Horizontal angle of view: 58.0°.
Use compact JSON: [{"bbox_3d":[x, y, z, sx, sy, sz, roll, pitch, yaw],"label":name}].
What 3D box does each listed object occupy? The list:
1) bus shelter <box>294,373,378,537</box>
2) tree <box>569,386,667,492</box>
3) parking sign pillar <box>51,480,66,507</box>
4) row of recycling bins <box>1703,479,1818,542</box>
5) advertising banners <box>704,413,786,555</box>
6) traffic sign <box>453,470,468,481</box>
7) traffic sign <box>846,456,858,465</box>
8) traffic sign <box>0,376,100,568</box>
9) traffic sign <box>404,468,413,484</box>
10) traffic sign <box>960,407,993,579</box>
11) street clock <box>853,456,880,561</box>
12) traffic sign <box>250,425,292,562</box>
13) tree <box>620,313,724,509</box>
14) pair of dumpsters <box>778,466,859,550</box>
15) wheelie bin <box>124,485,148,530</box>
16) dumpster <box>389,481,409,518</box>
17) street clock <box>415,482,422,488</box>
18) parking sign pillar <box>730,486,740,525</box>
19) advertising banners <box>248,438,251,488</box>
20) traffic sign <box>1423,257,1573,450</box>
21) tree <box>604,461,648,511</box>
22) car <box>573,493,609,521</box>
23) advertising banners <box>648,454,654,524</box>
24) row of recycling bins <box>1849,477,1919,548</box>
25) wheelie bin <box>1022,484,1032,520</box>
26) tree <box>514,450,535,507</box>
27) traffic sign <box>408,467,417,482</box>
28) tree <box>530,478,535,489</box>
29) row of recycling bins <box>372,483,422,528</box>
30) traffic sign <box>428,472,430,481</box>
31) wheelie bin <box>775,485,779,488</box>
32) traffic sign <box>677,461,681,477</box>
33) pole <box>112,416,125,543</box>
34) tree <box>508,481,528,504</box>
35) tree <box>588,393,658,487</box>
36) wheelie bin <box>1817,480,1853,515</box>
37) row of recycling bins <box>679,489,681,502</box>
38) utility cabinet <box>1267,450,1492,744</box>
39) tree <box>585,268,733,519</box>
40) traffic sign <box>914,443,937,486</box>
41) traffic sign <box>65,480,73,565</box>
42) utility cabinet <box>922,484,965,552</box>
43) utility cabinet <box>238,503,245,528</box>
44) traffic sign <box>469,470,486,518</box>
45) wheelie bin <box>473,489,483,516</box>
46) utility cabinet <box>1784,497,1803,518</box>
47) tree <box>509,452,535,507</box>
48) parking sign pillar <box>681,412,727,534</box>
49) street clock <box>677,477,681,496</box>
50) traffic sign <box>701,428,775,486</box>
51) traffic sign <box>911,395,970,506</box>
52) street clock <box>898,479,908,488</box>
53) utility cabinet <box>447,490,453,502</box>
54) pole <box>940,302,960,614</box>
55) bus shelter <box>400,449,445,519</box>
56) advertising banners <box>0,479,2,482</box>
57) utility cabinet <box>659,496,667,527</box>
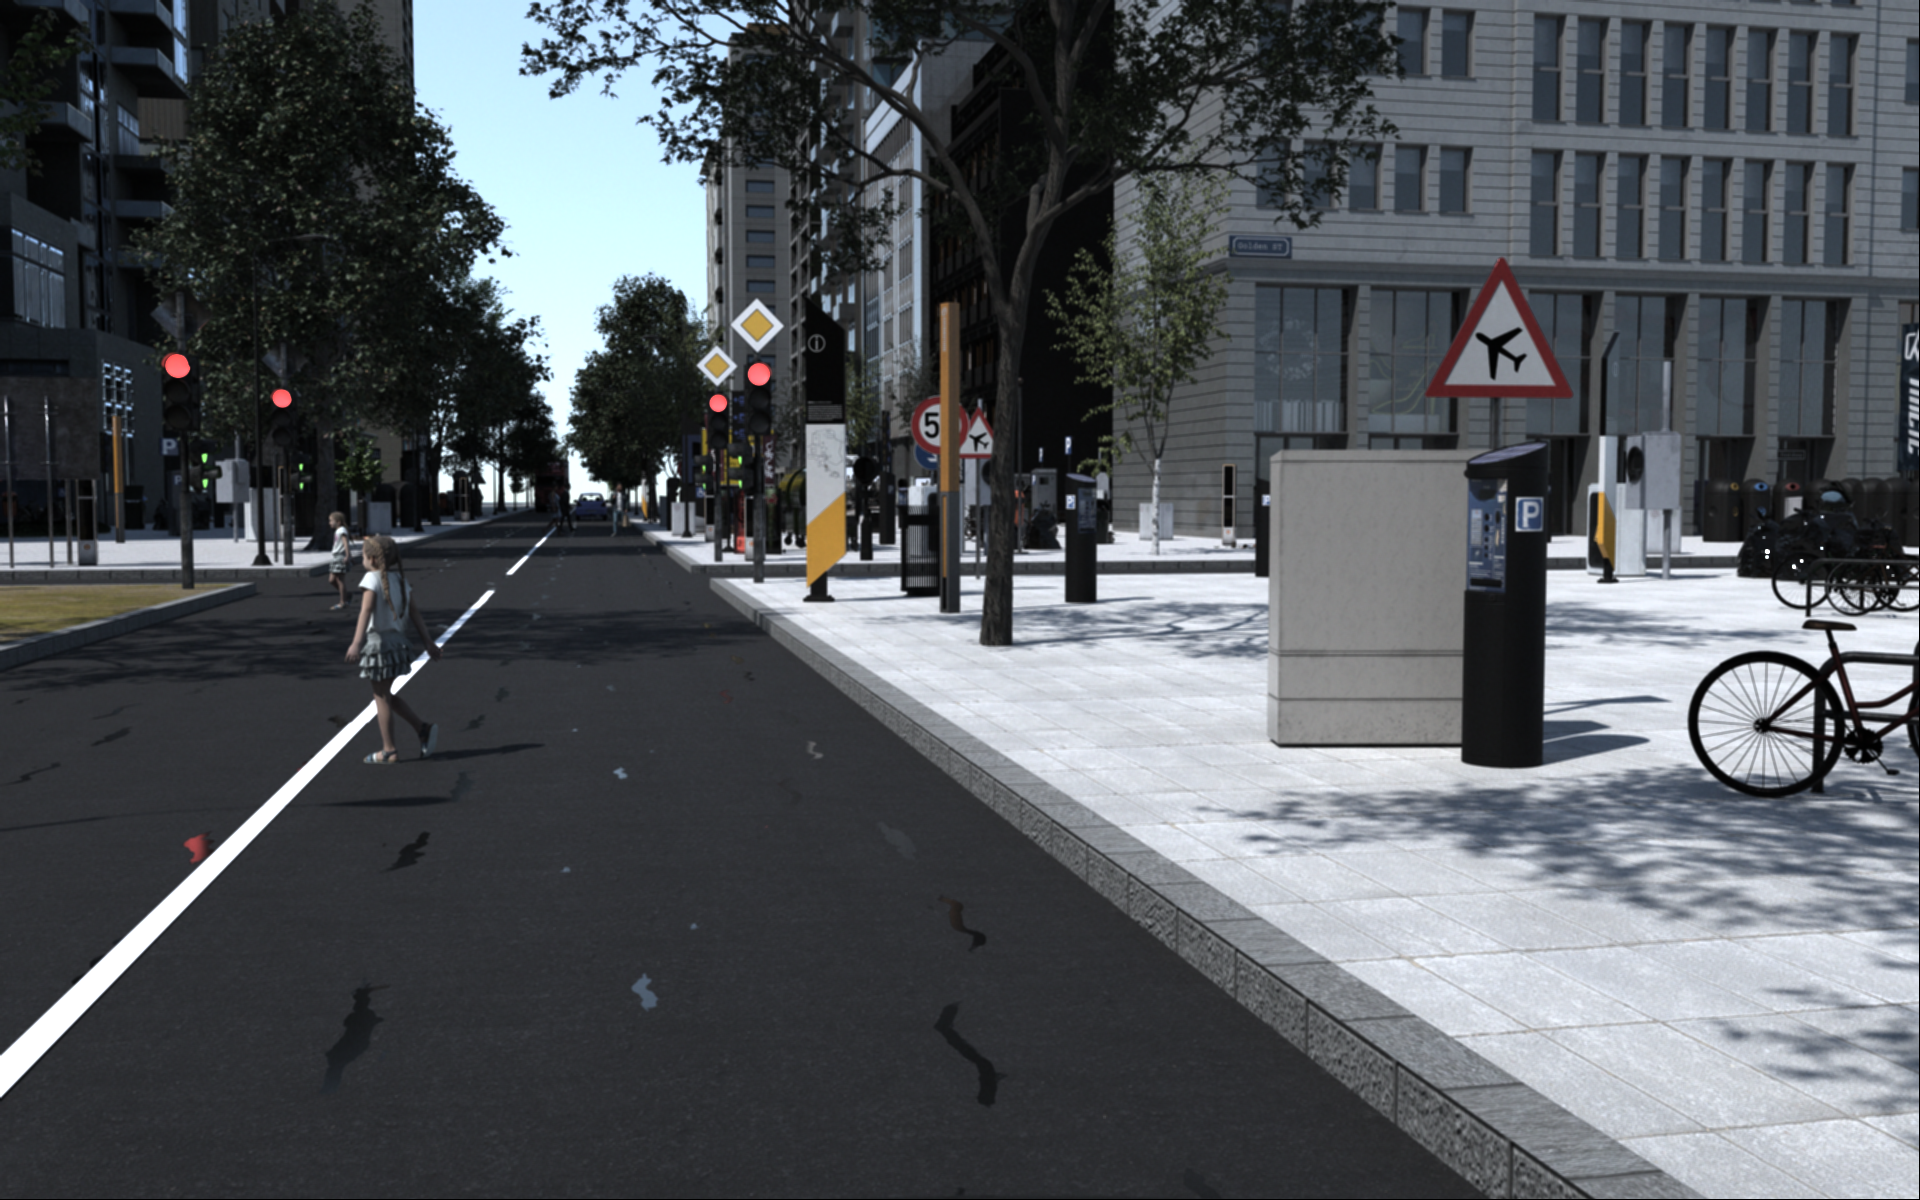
[{"bbox_3d":[-20.619,-4.817,56.396,2.179,5.291,8.768,-1,4,-12],"label":"bus shelter"},{"bbox_3d":[-31.293,-15.490,159.916,9.857,13.997,8.962,0,3,0],"label":"tree"},{"bbox_3d":[-34.137,-4.724,65.702,1.447,3.967,1.447,-2,4,-33],"label":"parking sign pillar"},{"bbox_3d":[21.707,-2.403,46.407,3.534,1.692,1.069,0,4,-1],"label":"row of recycling bins"},{"bbox_3d":[-4.614,-2.496,36.999,2.074,3.025,0.090,2,4,29],"label":"advertising banners"},{"bbox_3d":[-26.268,-5.561,91.026,0.768,2.556,0.104,0,4,-8],"label":"traffic sign"},{"bbox_3d":[-2.983,-2.662,45.650,0.606,2.300,0.079,0,4,-3],"label":"traffic sign"},{"bbox_3d":[-16.103,-2.207,29.956,2.265,3.308,0.079,-1,4,-10],"label":"traffic sign"},{"bbox_3d":[-26.740,-5.167,84.584,0.768,2.556,0.104,0,4,-5],"label":"traffic sign"},{"bbox_3d":[0.271,-1.589,25.980,0.884,2.594,0.081,-1,4,-10],"label":"traffic sign"},{"bbox_3d":[-1.808,-1.766,33.450,0.471,2.002,0.358,1,4,22],"label":"street clock"},{"bbox_3d":[-12.853,-1.987,32.489,0.884,2.594,0.081,0,4,-4],"label":"traffic sign"},{"bbox_3d":[-11.722,-7.378,70.993,4.360,8.622,3.978,0,3,0],"label":"tree"},{"bbox_3d":[-3.362,-2.387,41.525,1.574,2.255,4.437,-1,4,-12],"label":"pair of dumpsters"},{"bbox_3d":[-29.956,-3.359,62.834,0.980,1.594,0.693,-1,4,-13],"label":"wheelie bin"},{"bbox_3d":[-24.894,-4.366,77.148,1.264,1.857,1.865,-1,4,-12],"label":"dumpster"},{"bbox_3d":[-26.051,-4.808,83.183,0.358,2.002,0.471,1,4,15],"label":"street clock"},{"bbox_3d":[-9.001,-4.883,68.304,1.447,3.967,1.447,0,4,-4],"label":"parking sign pillar"},{"bbox_3d":[-21.132,-3.393,51.661,0.090,3.025,2.074,-1,4,-18],"label":"advertising banners"},{"bbox_3d":[2.970,-0.589,9.627,0.884,2.594,0.081,-1,4,-11],"label":"traffic sign"},{"bbox_3d":[-25.851,-9.204,134.206,4.285,4.588,4.351,0,3,0],"label":"tree"},{"bbox_3d":[-20.272,-5.238,95.229,1.945,1.707,3.694,-1,4,-12],"label":"car"},{"bbox_3d":[-13.492,-4.868,75.781,0.090,3.025,2.074,0,4,-4],"label":"advertising banners"},{"bbox_3d":[23.018,-2.199,43.070,1.069,1.692,3.534,-1,4,-9],"label":"row of recycling bins"},{"bbox_3d":[2.150,-2.871,54.843,0.693,1.594,0.980,1,4,21],"label":"wheelie bin"},{"bbox_3d":[-42.688,-13.542,171.768,4.737,8.622,4.395,0,3,0],"label":"tree"},{"bbox_3d":[-24.723,-4.834,79.043,0.884,2.594,0.081,0,4,-7],"label":"traffic sign"},{"bbox_3d":[-53.323,-14.582,222.129,4.285,4.588,4.351,0,3,0],"label":"tree"},{"bbox_3d":[-22.411,-3.628,66.434,3.534,1.692,1.069,0,4,3],"label":"row of recycling bins"},{"bbox_3d":[-24.819,-4.830,81.101,0.606,2.300,0.079,-1,4,-9],"label":"traffic sign"},{"bbox_3d":[-6.542,-3.379,63.155,0.693,1.594,0.980,-3,4,-39],"label":"wheelie bin"},{"bbox_3d":[-9.681,-3.771,61.770,0.768,2.556,0.104,0,4,-5],"label":"traffic sign"},{"bbox_3d":[-22.050,-3.152,45.385,0.158,3.312,0.155,0,3,0],"label":"pole"},{"bbox_3d":[-39.969,-9.877,156.093,1.663,3.219,1.824,0,3,0],"label":"tree"},{"bbox_3d":[-39.110,-17.085,197.473,7.486,12.596,7.792,0,3,0],"label":"tree"},{"bbox_3d":[20.113,-1.953,39.835,0.693,1.594,0.980,1,4,14],"label":"wheelie bin"},{"bbox_3d":[-15.809,-5.928,104.042,1.069,1.692,3.534,1,4,16],"label":"row of recycling bins"},{"bbox_3d":[2.188,-0.011,8.854,1.173,1.500,0.318,0,4,-1],"label":"utility cabinet"},{"bbox_3d":[-15.800,-10.460,88.025,9.611,12.733,9.660,0,3,0],"label":"tree"},{"bbox_3d":[-0.584,-2.225,36.491,0.768,2.556,0.104,0,4,-7],"label":"traffic sign"},{"bbox_3d":[-16.184,-1.915,31.420,0.768,2.556,0.104,0,4,-5],"label":"traffic sign"},{"bbox_3d":[-0.377,-1.782,37.820,0.318,1.500,1.173,-3,4,-38],"label":"utility cabinet"},{"bbox_3d":[-26.534,-3.447,65.032,1.173,1.500,0.318,1,4,14],"label":"utility cabinet"},{"bbox_3d":[-25.496,-5.602,91.602,0.884,2.594,0.081,-1,4,-11],"label":"traffic sign"},{"bbox_3d":[-29.001,-5.847,103.504,0.980,1.594,0.693,-3,5,-42],"label":"wheelie bin"},{"bbox_3d":[18.614,-1.686,38.730,0.306,1.237,1.020,1,4,22],"label":"utility cabinet"},{"bbox_3d":[-44.410,-13.934,178.188,4.360,8.622,3.978,0,3,0],"label":"tree"},{"bbox_3d":[-8.506,-4.186,56.910,1.447,3.967,1.447,0,4,-7],"label":"parking sign pillar"},{"bbox_3d":[-12.273,-4.287,74.660,0.471,2.002,0.358,-3,5,-41],"label":"street clock"},{"bbox_3d":[-6.818,-3.632,53.256,2.265,3.308,0.079,0,4,-7],"label":"traffic sign"},{"bbox_3d":[-0.260,-1.368,22.470,0.768,2.556,0.104,0,4,-5],"label":"traffic sign"},{"bbox_3d":[-2.695,-4.720,81.737,0.358,2.002,0.471,-3,4,-38],"label":"street clock"},{"bbox_3d":[-30.286,-5.820,103.831,1.173,1.500,0.318,2,4,35],"label":"utility cabinet"},{"bbox_3d":[-0.107,-1.513,18.586,0.158,3.312,0.155,0,3,0],"label":"pole"},{"bbox_3d":[-27.985,-6.063,90.418,1.731,3.624,6.357,-1,4,-12],"label":"bus shelter"},{"bbox_3d":[-21.358,-2.484,36.797,2.074,3.025,0.090,-1,4,-17],"label":"advertising banners"},{"bbox_3d":[-11.618,-3.471,67.916,0.306,1.237,1.020,-1,4,-12],"label":"utility cabinet"}]
